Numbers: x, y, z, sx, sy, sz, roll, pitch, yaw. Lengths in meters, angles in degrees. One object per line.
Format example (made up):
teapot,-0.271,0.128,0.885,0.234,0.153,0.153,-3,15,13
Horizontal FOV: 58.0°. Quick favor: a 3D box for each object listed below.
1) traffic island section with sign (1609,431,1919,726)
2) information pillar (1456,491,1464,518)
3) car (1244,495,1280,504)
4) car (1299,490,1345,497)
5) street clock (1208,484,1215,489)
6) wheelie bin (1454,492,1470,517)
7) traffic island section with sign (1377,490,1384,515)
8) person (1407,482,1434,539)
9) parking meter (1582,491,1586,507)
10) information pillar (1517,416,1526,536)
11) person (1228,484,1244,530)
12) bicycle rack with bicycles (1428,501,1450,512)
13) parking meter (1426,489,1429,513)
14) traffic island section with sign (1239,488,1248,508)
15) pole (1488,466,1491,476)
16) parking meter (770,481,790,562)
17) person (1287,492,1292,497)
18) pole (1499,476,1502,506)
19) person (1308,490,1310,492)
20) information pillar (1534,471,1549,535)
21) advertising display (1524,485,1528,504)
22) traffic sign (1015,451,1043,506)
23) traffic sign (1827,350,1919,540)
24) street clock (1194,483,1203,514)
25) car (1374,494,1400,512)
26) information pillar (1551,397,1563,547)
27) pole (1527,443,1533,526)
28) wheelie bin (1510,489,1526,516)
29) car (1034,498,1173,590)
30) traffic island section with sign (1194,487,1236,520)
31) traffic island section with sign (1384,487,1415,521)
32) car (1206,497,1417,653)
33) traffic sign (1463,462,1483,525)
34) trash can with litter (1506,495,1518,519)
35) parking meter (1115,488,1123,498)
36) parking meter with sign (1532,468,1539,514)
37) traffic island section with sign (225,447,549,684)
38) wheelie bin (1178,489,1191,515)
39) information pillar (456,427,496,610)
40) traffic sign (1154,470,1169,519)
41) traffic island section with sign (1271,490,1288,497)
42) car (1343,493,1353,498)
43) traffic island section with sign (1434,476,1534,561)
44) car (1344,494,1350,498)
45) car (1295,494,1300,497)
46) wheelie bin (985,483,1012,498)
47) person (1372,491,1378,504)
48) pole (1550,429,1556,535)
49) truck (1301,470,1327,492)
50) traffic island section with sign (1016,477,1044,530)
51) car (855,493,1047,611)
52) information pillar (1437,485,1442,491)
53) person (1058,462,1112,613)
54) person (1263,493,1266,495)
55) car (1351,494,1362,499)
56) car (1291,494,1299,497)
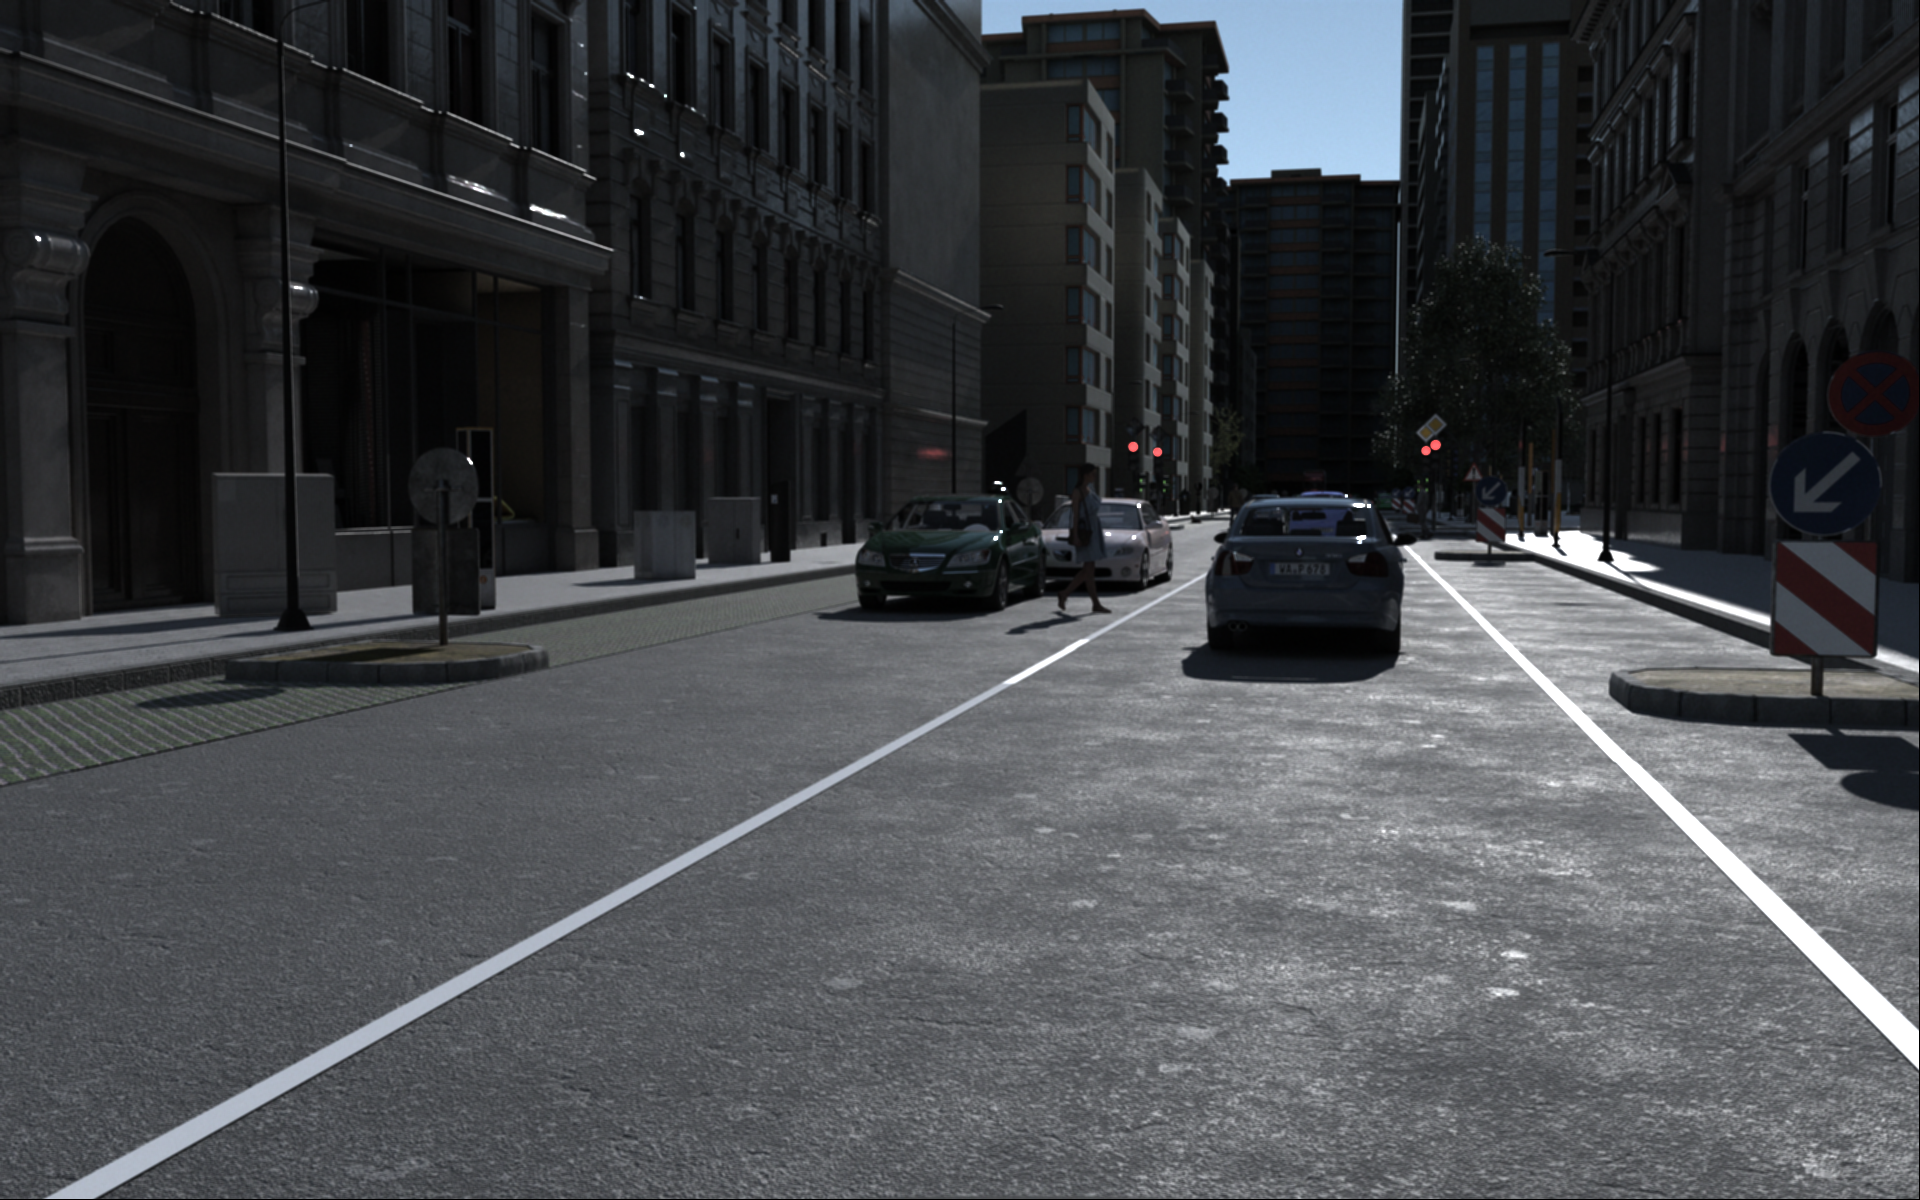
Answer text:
traffic island section with sign,5.534,-0.191,11.743,1.989,1.847,2.006,1,4,13
information pillar,27.200,-5.485,94.167,0.304,2.012,0.304,2,4,31
car,13.880,-4.076,78.651,2.014,1.417,4.499,1,4,14
car,9.579,-2.220,45.887,1.945,1.707,3.694,1,4,11
street clock,18.992,-7.721,130.815,0.471,2.002,0.358,0,3,0
wheelie bin,27.962,-5.414,96.420,0.980,1.594,0.693,-3,5,-42
traffic island section with sign,29.897,-6.765,119.227,1.989,1.847,2.006,1,4,13
person,14.764,-2.863,55.423,0.853,1.813,0.709,2,4,26
parking meter,45.136,-7.139,125.125,0.372,1.533,0.369,0,3,0
information pillar,17.032,-3.741,52.520,0.183,3.616,0.504,0,4,5
person,11.133,-3.751,69.735,0.656,1.842,0.836,-2,4,-33
bicycle rack with bicycles,35.410,-6.965,127.255,2.925,0.926,2.852,0,4,-4
parking meter,32.414,-7.029,120.627,0.399,1.863,0.255,2,4,33
traffic island section with sign,19.830,-6.876,121.043,1.989,1.847,2.006,1,4,13
pole,37.489,-7.879,122.662,0.158,3.312,0.155,0,3,0
parking meter,-3.407,-1.494,32.831,0.372,1.533,0.369,0,3,0
person,41.236,-12.667,216.432,1.217,1.723,0.721,-2,4,-24
pole,39.015,-8.023,125.018,0.158,3.312,0.155,0,3,0
person,36.531,-10.547,181.084,0.705,1.807,1.348,0,4,2
information pillar,18.296,-3.058,54.493,0.304,2.012,0.304,-2,4,-26
advertising display,40.153,-7.127,121.742,0.974,1.923,0.123,2,4,35
traffic sign,2.056,-3.188,52.124,0.884,2.594,0.081,1,4,19
traffic sign,8.134,-0.939,15.461,0.768,2.556,0.104,1,4,19
street clock,14.991,-6.381,108.903,0.471,2.002,0.358,-1,4,-22
car,32.224,-7.445,130.516,1.959,1.807,4.718,1,4,13
information pillar,14.425,-3.084,41.773,0.183,3.616,0.504,1,4,10
pole,22.678,-4.590,68.889,0.158,3.312,0.155,0,3,0
wheelie bin,32.614,-5.705,101.190,0.980,1.594,0.693,-1,4,-15
car,2.251,-0.923,27.451,2.083,1.381,4.827,1,4,14
traffic island section with sign,13.836,-5.257,94.583,1.989,1.847,2.006,1,4,13
traffic island section with sign,23.877,-5.141,92.680,1.989,1.847,2.006,1,4,13
car,3.455,-0.308,17.034,2.014,1.417,4.499,1,4,14
traffic sign,21.051,-4.341,70.986,0.884,2.594,0.081,1,4,18
trash can with litter,28.692,-4.888,90.984,2.233,1.210,1.678,0,4,-5
parking meter,6.732,-3.971,73.341,0.372,1.533,0.369,0,3,0
parking meter with sign,37.353,-7.128,112.810,0.543,3.016,1.738,1,4,20
traffic island section with sign,-4.446,-0.326,13.956,1.989,1.847,2.006,1,4,13
wheelie bin,13.672,-5.958,105.316,0.693,1.594,0.980,-1,4,-10
information pillar,-5.371,-0.901,19.227,0.304,2.012,0.304,-3,5,-41
traffic sign,10.451,-5.493,89.923,0.768,2.556,0.104,1,4,20
traffic island section with sign,30.880,-9.854,169.732,1.989,1.847,2.006,1,4,13
car,25.348,-6.481,115.001,2.155,1.783,4.494,1,4,14
traffic island section with sign,11.483,-1.799,38.036,1.989,1.847,2.006,1,4,13
car,20.719,-5.094,95.083,2.131,1.459,4.920,1,4,13
car,10.939,-2.543,53.375,2.131,1.459,4.920,1,4,11
wheelie bin,1.025,-2.461,48.153,0.693,1.594,0.980,2,4,29
person,37.622,-9.053,157.073,0.434,1.755,0.990,2,4,29
pole,18.667,-3.703,54.391,0.158,3.312,0.155,0,3,0
truck,41.427,-13.045,202.202,2.839,4.237,11.283,1,4,13
traffic island section with sign,1.605,-1.959,40.651,1.989,1.847,2.006,1,4,13
car,-0.025,-0.680,22.920,2.131,1.459,4.920,1,4,12
information pillar,37.671,-8.052,136.149,0.304,2.012,0.304,-1,4,-19
person,1.476,-0.753,20.901,0.778,1.811,0.616,3,4,36
person,39.555,-13.208,225.126,0.621,1.740,0.551,-3,5,-39
car,43.316,-11.132,190.804,1.959,1.807,4.718,1,4,13
car,32.367,-9.391,165.335,2.131,1.459,4.920,1,4,14
